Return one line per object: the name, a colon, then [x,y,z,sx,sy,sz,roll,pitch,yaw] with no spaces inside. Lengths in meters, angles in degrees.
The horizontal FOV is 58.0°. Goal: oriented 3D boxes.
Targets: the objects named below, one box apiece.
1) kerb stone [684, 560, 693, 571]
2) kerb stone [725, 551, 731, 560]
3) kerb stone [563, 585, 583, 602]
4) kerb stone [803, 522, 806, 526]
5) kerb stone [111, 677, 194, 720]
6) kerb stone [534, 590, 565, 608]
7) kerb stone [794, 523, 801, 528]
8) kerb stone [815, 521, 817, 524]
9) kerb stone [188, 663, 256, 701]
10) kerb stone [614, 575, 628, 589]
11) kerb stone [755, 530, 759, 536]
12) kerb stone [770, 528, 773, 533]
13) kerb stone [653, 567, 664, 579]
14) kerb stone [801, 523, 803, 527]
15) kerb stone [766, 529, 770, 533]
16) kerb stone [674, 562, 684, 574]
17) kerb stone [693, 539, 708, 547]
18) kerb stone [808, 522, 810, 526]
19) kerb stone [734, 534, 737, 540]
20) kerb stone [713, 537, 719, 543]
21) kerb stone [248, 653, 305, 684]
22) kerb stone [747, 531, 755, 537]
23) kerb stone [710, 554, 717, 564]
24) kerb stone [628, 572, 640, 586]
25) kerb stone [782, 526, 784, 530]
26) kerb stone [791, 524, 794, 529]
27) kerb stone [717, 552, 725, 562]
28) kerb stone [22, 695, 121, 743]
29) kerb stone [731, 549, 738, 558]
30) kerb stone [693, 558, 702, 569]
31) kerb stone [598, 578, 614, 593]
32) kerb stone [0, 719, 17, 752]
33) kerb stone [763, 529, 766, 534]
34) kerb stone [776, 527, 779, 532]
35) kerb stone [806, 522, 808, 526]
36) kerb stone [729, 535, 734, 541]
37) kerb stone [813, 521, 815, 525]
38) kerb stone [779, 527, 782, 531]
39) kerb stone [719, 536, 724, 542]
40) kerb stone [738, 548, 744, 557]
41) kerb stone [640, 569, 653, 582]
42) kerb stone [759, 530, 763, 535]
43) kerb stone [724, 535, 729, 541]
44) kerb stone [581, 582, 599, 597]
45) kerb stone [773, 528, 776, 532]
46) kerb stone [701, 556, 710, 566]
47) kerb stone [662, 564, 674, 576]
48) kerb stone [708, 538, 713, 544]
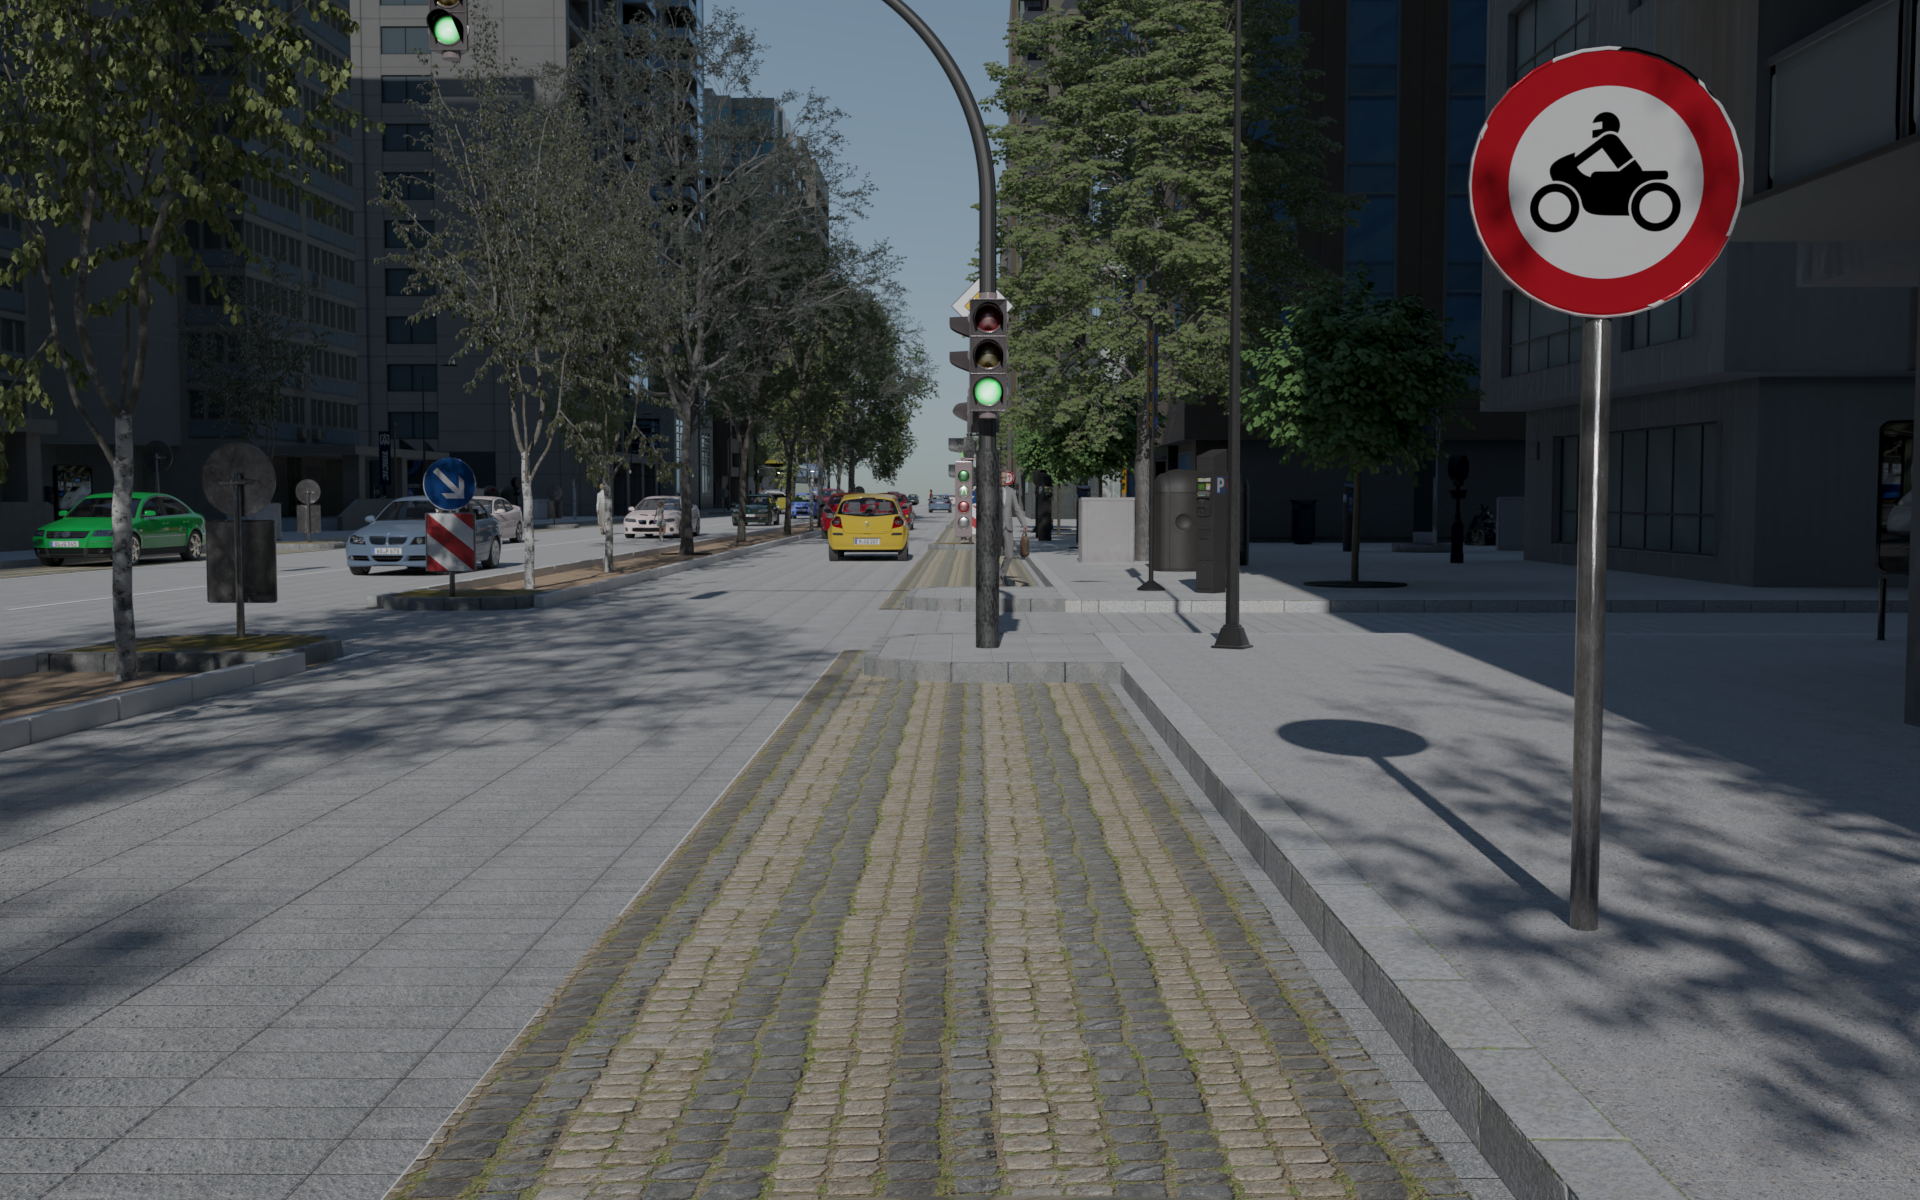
kerb stone: [-5.196,-0.629,32.487,0.120,0.150,1.000,0,4,0]
kerb stone: [-5.153,-0.941,37.617,0.120,0.150,1.000,0,4,0]
kerb stone: [-5.280,-0.066,23.277,0.120,0.150,1.000,0,4,0]
kerb stone: [-6.941,-3.263,75.539,0.120,0.150,1.000,0,4,0]
kerb stone: [-5.370,0.656,11.463,0.120,0.150,1.000,0,4,0]
kerb stone: [-5.289,-0.003,22.255,0.120,0.150,1.000,0,4,0]
kerb stone: [-6.957,-3.137,73.488,0.120,0.150,1.000,0,4,0]
kerb stone: [-6.902,-3.577,80.703,0.120,0.150,1.000,0,4,0]
kerb stone: [-5.367,0.594,12.488,0.120,0.150,1.000,0,4,0]
kerb stone: [-5.253,-0.254,26.350,0.120,0.150,1.000,0,4,0]
kerb stone: [-7.074,-2.260,59.162,0.120,0.150,1.000,0,4,0]
kerb stone: [-7.039,-2.511,63.254,0.120,0.150,1.000,0,4,0]
kerb stone: [-5.224,-0.438,29.416,0.120,0.150,1.000,0,4,0]
kerb stone: [-6.954,-3.200,74.517,0.120,0.150,1.000,0,4,0]
kerb stone: [-7.050,-2.449,62.232,0.120,0.150,1.000,0,4,0]
kerb stone: [-5.204,-0.567,31.464,0.120,0.150,1.000,0,4,0]
kerb stone: [-7.173,-1.571,47.878,0.120,0.150,1.000,0,4,0]
kerb stone: [-6.921,-3.382,77.613,0.120,0.150,1.000,0,4,0]
kerb stone: [-7.119,-1.947,54.036,0.120,0.150,1.000,0,4,0]
kerb stone: [-7.159,-1.696,49.929,0.120,0.150,1.000,0,4,0]
kerb stone: [-5.361,0.531,13.514,0.120,0.150,1.000,0,4,0]
kerb stone: [-7.089,-2.198,58.140,0.120,0.150,1.000,0,4,0]
kerb stone: [-5.172,-0.817,35.561,0.120,0.150,1.000,0,4,0]
kerb stone: [-5.247,-0.315,27.372,0.120,0.150,1.000,0,4,0]
kerb stone: [-7.010,-2.759,67.345,0.120,0.150,1.000,0,4,0]
kerb stone: [-6.983,-2.949,70.422,0.120,0.150,1.000,0,4,0]
kerb stone: [-5.160,-0.877,36.590,0.120,0.150,1.000,0,4,0]
kerb stone: [-5.384,0.722,10.440,0.120,0.150,1.000,0,4,0]
kerb stone: [-5.143,-1.006,38.647,0.120,0.150,1.000,0,4,0]
kerb stone: [-5.188,-0.687,33.510,0.120,0.150,1.000,0,4,0]
kerb stone: [-5.258,-0.192,25.328,0.120,0.150,1.000,0,4,0]
kerb stone: [-5.392,0.786,9.417,0.120,0.150,1.000,0,4,0]
kerb stone: [-7.057,-2.384,61.210,0.120,0.150,1.000,0,4,0]
kerb stone: [-7.020,-2.636,65.297,0.120,0.150,1.000,0,4,0]
kerb stone: [-6.931,-3.326,76.572,0.120,0.150,1.000,0,4,0]
kerb stone: [-7.122,-1.883,53.014,0.120,0.150,1.000,0,4,0]
kerb stone: [-6.900,-3.508,79.681,0.120,0.150,1.000,0,4,0]
kerb stone: [-7.020,-2.698,66.323,0.120,0.150,1.000,0,4,0]
kerb stone: [-7.146,-1.759,50.966,0.120,0.150,1.000,0,4,0]
kerb stone: [-5.138,-1.068,39.671,0.120,0.150,1.000,0,4,0]
kerb stone: [-5.236,-0.379,28.394,0.120,0.150,1.000,0,4,0]
kerb stone: [-7.068,-2.324,60.188,0.120,0.150,1.000,0,4,0]
kerb stone: [-7.127,-1.818,51.988,0.120,0.150,1.000,0,4,0]
kerb stone: [-5.274,-0.126,24.300,0.120,0.150,1.000,0,4,0]
kerb stone: [-7.041,-2.572,64.276,0.120,0.150,1.000,0,4,0]
kerb stone: [-5.177,-0.754,34.540,0.120,0.150,1.000,0,4,0]
kerb stone: [-5.213,-0.504,30.437,0.120,0.150,1.000,0,4,0]
kerb stone: [-7.169,-1.634,48.904,0.120,0.150,1.000,0,4,0]
